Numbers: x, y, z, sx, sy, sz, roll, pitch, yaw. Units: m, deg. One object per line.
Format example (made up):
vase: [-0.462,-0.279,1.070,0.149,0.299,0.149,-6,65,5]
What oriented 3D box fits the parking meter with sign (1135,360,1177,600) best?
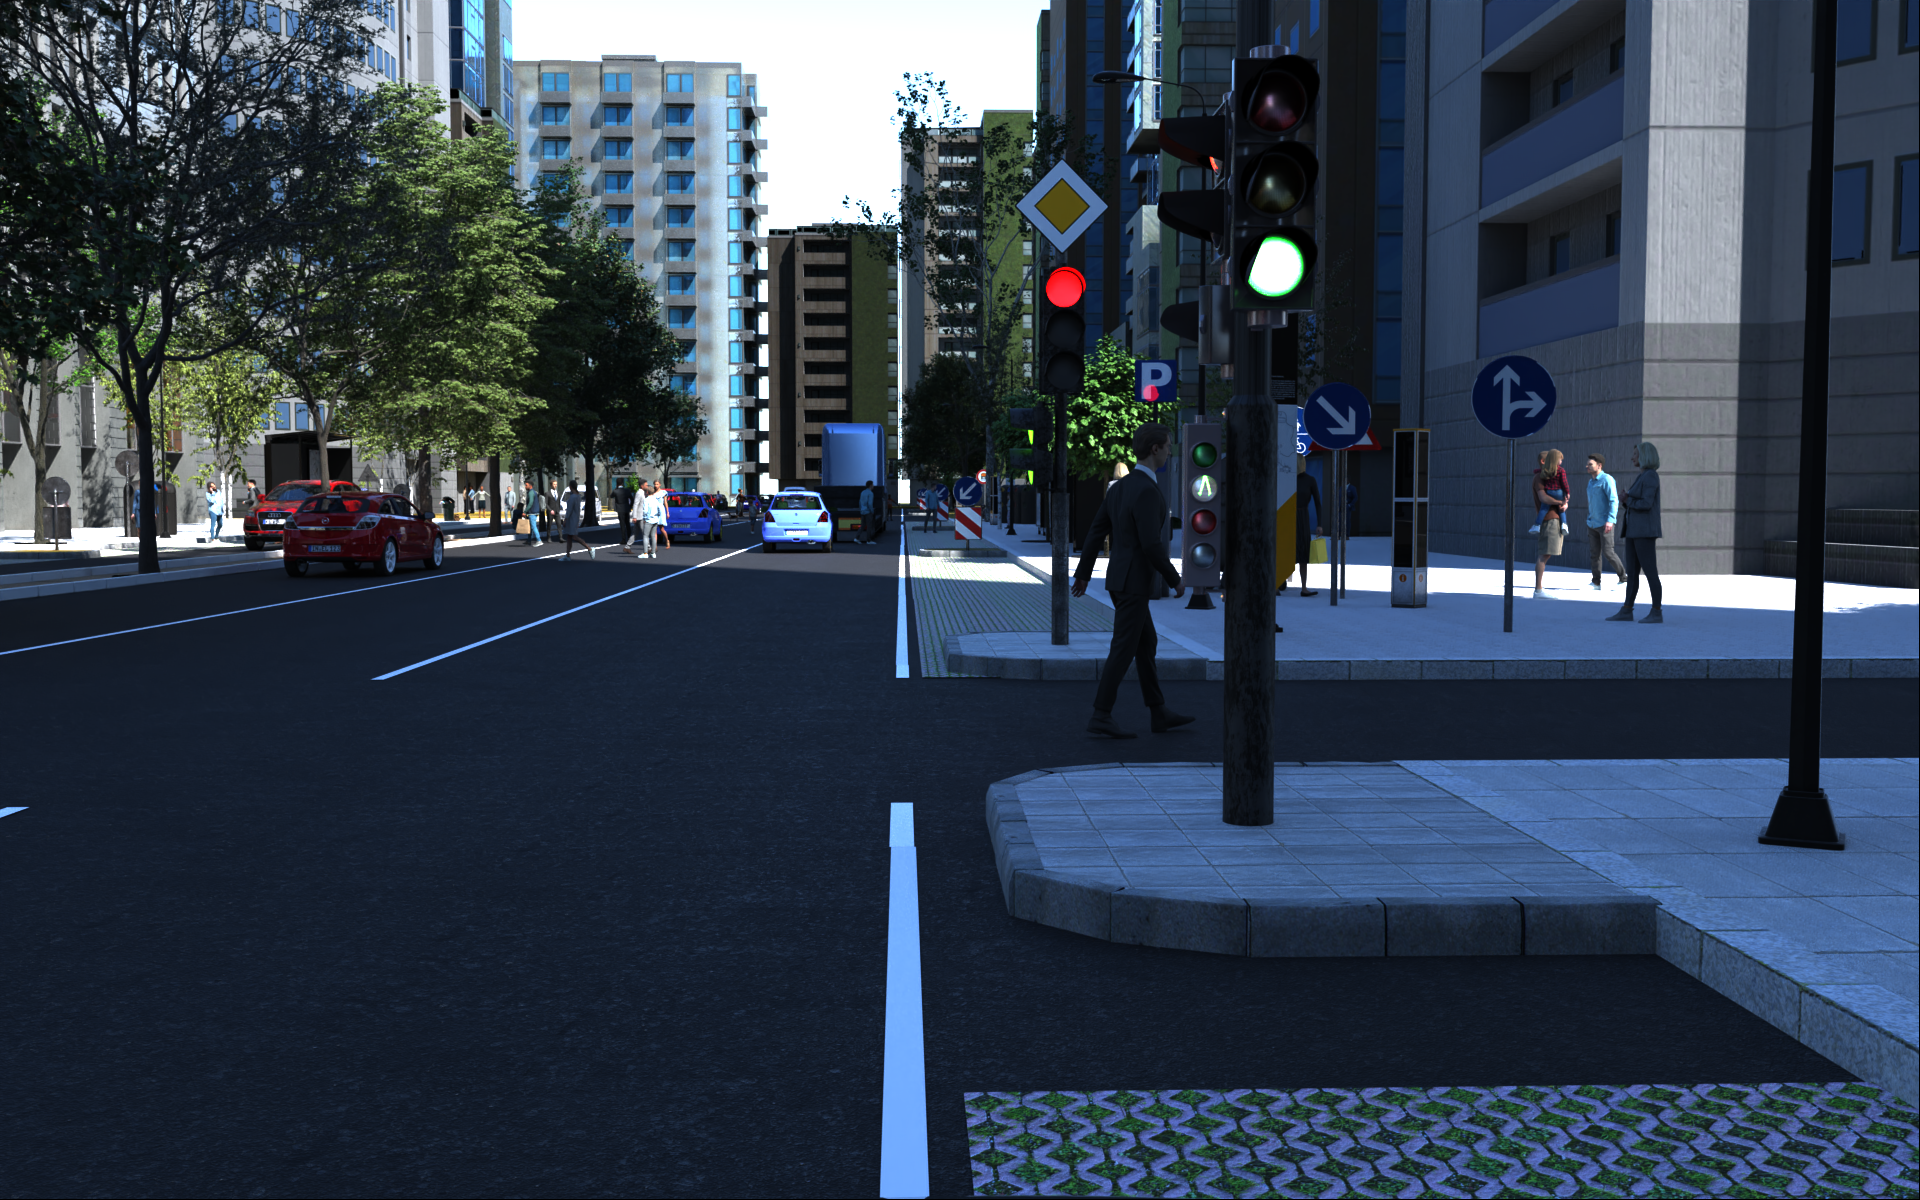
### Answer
parking meter with sign: [2.415,-1.559,21.755,0.543,3.016,1.738,1,4,9]

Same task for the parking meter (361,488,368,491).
parking meter: [-24.731,-3.879,71.825,0.372,1.533,0.369,0,3,0]

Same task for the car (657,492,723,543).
car: [-8.068,-2.568,51.579,1.945,1.707,3.694,0,4,-1]

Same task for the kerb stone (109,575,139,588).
kerb stone: [-12.978,-0.271,26.689,0.120,0.150,1.000,0,4,-2]

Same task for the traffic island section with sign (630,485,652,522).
traffic island section with sign: [-16.103,-4.950,89.066,2.006,1.907,1.989,0,4,-2]

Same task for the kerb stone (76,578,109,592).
kerb stone: [-12.946,-0.210,25.667,0.120,0.150,1.000,0,4,-2]

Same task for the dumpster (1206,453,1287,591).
dumpster: [3.789,-1.095,23.657,1.264,1.857,1.865,0,4,-2]

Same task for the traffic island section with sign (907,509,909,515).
traffic island section with sign: [-2.516,-6.633,117.083,1.989,1.847,2.006,0,4,-2]

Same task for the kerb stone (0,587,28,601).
kerb stone: [-12.886,-0.087,23.611,0.120,0.150,1.000,0,4,-2]

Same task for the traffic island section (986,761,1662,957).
traffic island section: [1.142,0.946,6.807,2.009,0.180,2.903,0,4,-2]

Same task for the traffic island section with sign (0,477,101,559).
traffic island section with sign: [-20.446,-1.839,38.704,1.989,1.847,2.006,0,4,-2]

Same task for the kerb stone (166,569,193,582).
kerb stone: [-13.046,-0.395,28.744,0.120,0.150,1.000,0,4,-2]

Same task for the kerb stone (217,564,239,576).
kerb stone: [-13.117,-0.521,30.804,0.120,0.150,1.000,0,4,-2]

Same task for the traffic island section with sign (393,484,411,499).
traffic island section with sign: [-21.358,-3.507,65.964,1.989,1.847,2.006,0,4,-2]

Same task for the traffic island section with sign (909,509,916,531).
traffic island section with sign: [-0.889,-3.637,68.089,1.989,1.847,2.006,0,4,-2]

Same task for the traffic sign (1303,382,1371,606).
traffic sign: [4.300,-1.207,19.844,0.768,2.556,0.104,0,4,6]

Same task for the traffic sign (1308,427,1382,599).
traffic sign: [4.690,-1.294,21.163,0.884,2.594,0.081,0,4,7]

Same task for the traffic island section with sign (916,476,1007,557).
traffic island section with sign: [0.049,-1.910,39.852,1.989,1.847,2.006,0,4,-2]

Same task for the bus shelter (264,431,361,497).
bus shelter: [-24.989,-4.638,67.109,1.731,3.624,6.357,0,4,-2]

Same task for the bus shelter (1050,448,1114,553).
bus shelter: [2.885,-3.031,40.844,1.731,3.624,6.357,0,4,-2]

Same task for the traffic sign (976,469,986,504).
traffic sign: [1.210,-5.418,88.683,0.768,2.556,0.104,0,4,1]

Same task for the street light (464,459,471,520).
street light: [-23.744,-6.893,85.236,1.470,5.913,1.316,0,4,-2]

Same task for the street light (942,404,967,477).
street light: [-0.207,-7.138,89.251,1.470,5.913,1.316,0,4,-2]

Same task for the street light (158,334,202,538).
street light: [-22.572,-4.750,50.206,1.470,5.913,1.316,0,4,-2]

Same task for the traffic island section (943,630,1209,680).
traffic island section: [0.876,0.458,14.788,2.009,0.180,2.903,0,4,-2]

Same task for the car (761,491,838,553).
car: [-4.039,-2.065,43.348,1.945,1.707,3.694,0,4,-4]

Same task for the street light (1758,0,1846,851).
street light: [2.574,-2.060,6.216,1.470,5.913,1.316,0,4,-2]

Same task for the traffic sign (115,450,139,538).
traffic sign: [-24.322,-3.090,50.624,0.768,2.556,0.104,0,4,4]

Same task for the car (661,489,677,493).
car: [-20.632,-6.835,120.422,2.281,1.827,5.304,0,4,-2]

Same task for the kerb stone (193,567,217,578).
kerb stone: [-13.087,-0.460,29.782,0.120,0.150,1.000,0,4,-2]

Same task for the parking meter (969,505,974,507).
parking meter: [0.451,-4.372,79.888,0.372,1.533,0.369,0,3,0]

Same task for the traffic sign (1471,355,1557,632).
traffic sign: [5.095,-0.974,16.023,0.768,2.556,0.104,0,4,6]

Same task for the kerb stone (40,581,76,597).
kerb stone: [-12.915,-0.150,24.645,0.120,0.150,1.000,0,4,-2]

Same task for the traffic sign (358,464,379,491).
traffic sign: [-25.329,-4.534,74.128,0.884,2.594,0.081,0,4,-1]

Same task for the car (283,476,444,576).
car: [-10.795,-1.380,31.598,2.155,1.783,4.494,0,3,0]

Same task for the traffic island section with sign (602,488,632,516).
traffic island section with sign: [-23.022,-6.577,116.166,1.989,1.847,2.006,0,4,-2]

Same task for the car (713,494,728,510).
car: [-22.199,-9.063,157.961,2.009,1.686,4.222,0,4,-1]

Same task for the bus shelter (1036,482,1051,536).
bus shelter: [3.330,-4.645,53.575,2.179,5.291,8.768,0,4,-2]

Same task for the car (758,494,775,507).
car: [-15.609,-8.002,140.626,2.009,1.686,4.222,0,4,-1]

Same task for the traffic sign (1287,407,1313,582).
traffic sign: [4.817,-1.535,25.198,0.768,2.556,0.104,0,4,3]

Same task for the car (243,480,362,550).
car: [-17.166,-2.270,45.795,2.281,1.827,5.304,0,4,-1]

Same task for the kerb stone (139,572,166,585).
kerb stone: [-13.018,-0.337,27.713,0.120,0.150,1.000,0,4,-2]

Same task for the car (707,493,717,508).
car: [-19.903,-7.661,134.293,2.155,1.783,4.494,0,4,-1]

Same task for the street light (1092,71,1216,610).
street light: [2.152,-2.854,19.208,1.470,5.913,1.316,0,4,-2]

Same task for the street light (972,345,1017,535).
street light: [1.074,-4.988,54.100,1.470,5.913,1.316,0,4,-2]

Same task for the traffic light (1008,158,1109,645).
traffic light: [0.836,-1.575,14.673,0.839,4.253,0.868,0,4,-2]

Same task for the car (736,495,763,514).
car: [-14.994,-6.768,123.233,1.945,1.354,3.894,0,4,-3]

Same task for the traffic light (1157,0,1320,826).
traffic light: [-0.987,-1.946,6.481,4.771,5.953,1.251,0,4,-2]
